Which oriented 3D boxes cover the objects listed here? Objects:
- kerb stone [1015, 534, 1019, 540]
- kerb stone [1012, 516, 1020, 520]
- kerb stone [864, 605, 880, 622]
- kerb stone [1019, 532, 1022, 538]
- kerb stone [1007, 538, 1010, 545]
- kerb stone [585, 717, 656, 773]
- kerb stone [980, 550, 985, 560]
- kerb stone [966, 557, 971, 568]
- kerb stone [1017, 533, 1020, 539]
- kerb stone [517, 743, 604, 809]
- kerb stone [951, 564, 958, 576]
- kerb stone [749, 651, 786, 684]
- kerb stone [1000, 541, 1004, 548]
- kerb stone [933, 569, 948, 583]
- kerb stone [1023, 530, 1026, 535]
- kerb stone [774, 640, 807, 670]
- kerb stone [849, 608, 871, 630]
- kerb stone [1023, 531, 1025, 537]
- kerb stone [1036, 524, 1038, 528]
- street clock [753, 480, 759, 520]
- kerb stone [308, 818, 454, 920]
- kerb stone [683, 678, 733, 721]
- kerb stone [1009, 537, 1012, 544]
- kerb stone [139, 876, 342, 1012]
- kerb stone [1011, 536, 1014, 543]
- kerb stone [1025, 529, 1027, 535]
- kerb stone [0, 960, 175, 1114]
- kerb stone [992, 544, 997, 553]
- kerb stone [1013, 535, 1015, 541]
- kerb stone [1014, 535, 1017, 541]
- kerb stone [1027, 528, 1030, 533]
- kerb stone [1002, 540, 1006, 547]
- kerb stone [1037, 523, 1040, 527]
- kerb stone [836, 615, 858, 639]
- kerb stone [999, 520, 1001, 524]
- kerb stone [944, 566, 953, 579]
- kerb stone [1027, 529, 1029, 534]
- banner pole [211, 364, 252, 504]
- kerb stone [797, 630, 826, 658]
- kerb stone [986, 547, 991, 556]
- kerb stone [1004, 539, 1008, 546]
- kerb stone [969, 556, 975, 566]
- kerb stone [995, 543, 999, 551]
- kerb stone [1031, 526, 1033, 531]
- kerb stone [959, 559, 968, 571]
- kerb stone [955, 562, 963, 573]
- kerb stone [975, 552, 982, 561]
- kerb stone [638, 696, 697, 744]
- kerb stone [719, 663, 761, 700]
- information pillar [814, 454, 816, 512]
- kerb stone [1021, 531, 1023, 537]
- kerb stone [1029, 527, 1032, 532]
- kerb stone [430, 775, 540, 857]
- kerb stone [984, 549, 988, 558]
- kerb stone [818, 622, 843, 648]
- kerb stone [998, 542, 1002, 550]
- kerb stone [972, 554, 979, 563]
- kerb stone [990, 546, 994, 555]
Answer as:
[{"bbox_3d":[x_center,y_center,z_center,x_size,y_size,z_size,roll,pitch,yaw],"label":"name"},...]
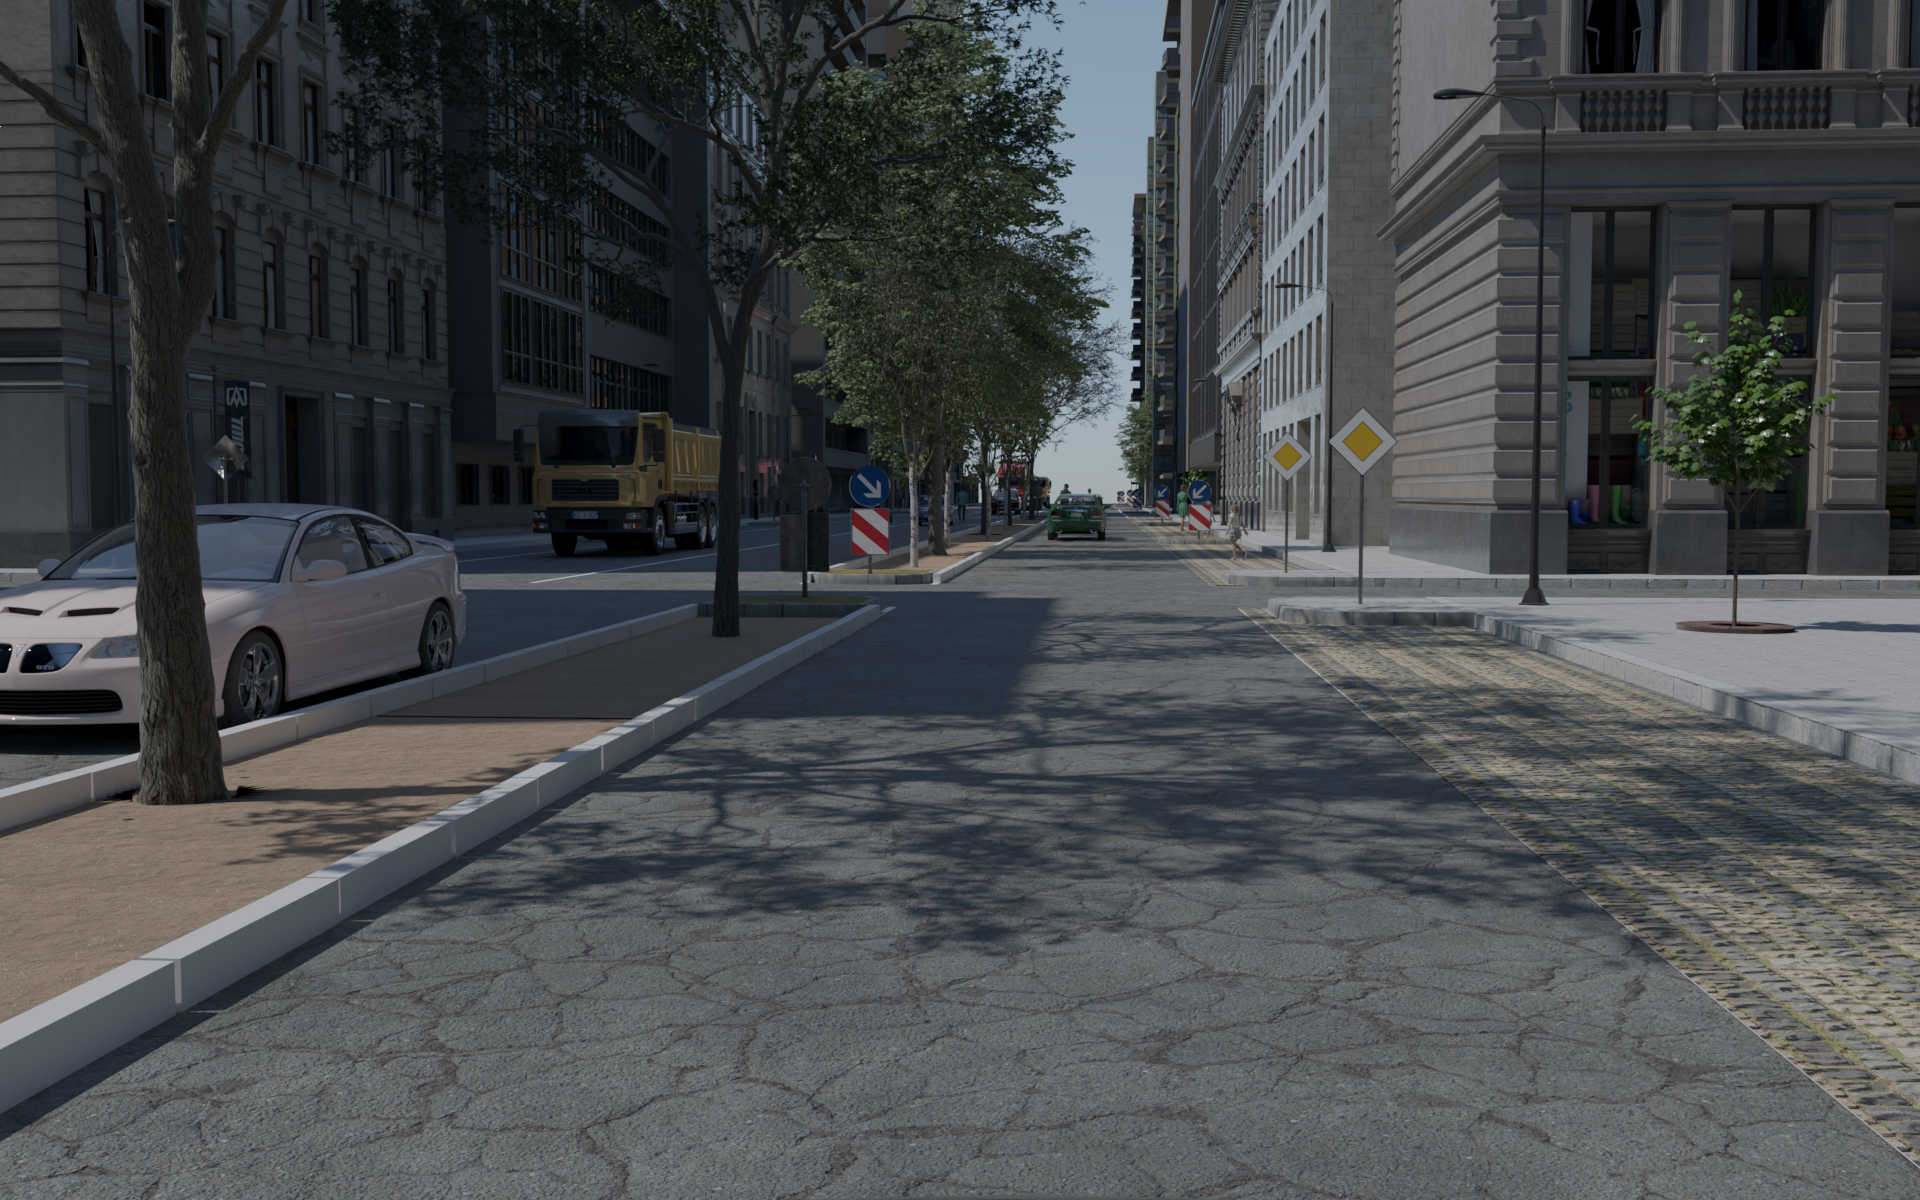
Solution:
[{"bbox_3d":[1.630,-1.874,52.830,0.120,0.150,1.000,0,4,5],"label":"kerb stone"},{"bbox_3d":[3.206,-4.695,98.951,0.120,0.150,1.000,0,4,5],"label":"kerb stone"},{"bbox_3d":[-1.030,0.160,19.582,0.120,0.150,1.000,0,4,5],"label":"kerb stone"},{"bbox_3d":[1.788,-1.999,54.877,0.120,0.150,1.000,0,4,5],"label":"kerb stone"},{"bbox_3d":[1.218,-1.561,47.721,0.120,0.150,1.000,0,4,5],"label":"kerb stone"},{"bbox_3d":[-1.845,0.785,9.366,0.120,0.150,1.000,0,4,5],"label":"kerb stone"},{"bbox_3d":[0.400,-0.935,37.492,0.120,0.150,1.000,0,4,5],"label":"kerb stone"},{"bbox_3d":[0.075,-0.685,33.387,0.120,0.150,1.000,0,4,5],"label":"kerb stone"},{"bbox_3d":[1.706,-1.934,53.852,0.120,0.150,1.000,0,4,5],"label":"kerb stone"},{"bbox_3d":[-1.930,0.847,8.346,0.120,0.150,1.000,0,4,5],"label":"kerb stone"},{"bbox_3d":[-0.171,-0.497,30.328,0.120,0.150,1.000,0,4,5],"label":"kerb stone"},{"bbox_3d":[-1.524,0.535,13.447,0.120,0.150,1.000,0,4,5],"label":"kerb stone"},{"bbox_3d":[0.975,-1.373,44.650,0.120,0.150,1.000,0,4,5],"label":"kerb stone"},{"bbox_3d":[-0.335,-0.372,28.281,0.120,0.150,1.000,0,4,5],"label":"kerb stone"},{"bbox_3d":[2.036,-2.183,57.945,0.120,0.150,1.000,0,4,5],"label":"kerb stone"},{"bbox_3d":[-1.444,0.473,14.469,0.120,0.150,1.000,0,4,5],"label":"kerb stone"},{"bbox_3d":[-1.111,0.222,18.561,0.120,0.150,1.000,0,4,5],"label":"kerb stone"},{"bbox_3d":[1.956,-2.124,56.926,0.120,0.150,1.000,0,4,5],"label":"kerb stone"},{"bbox_3d":[2.931,-2.874,69.190,0.120,0.150,1.000,0,4,5],"label":"kerb stone"},{"bbox_3d":[-10.150,-4.992,86.196,0.358,2.002,0.471,0,4,5],"label":"street clock"},{"bbox_3d":[-2.097,0.973,6.306,0.120,0.150,1.000,0,4,5],"label":"kerb stone"},{"bbox_3d":[-1.680,0.662,11.408,0.120,0.150,1.000,0,4,5],"label":"kerb stone"},{"bbox_3d":[1.302,-1.623,48.739,0.120,0.150,1.000,0,4,5],"label":"kerb stone"},{"bbox_3d":[-2.172,1.034,5.287,0.120,0.150,1.000,0,4,5],"label":"kerb stone"},{"bbox_3d":[1.384,-1.685,49.765,0.120,0.150,1.000,0,4,5],"label":"kerb stone"},{"bbox_3d":[2.125,-2.249,58.963,0.120,0.150,1.000,0,4,5],"label":"kerb stone"},{"bbox_3d":[-2.257,1.097,4.268,0.120,0.150,1.000,0,4,5],"label":"kerb stone"},{"bbox_3d":[0.727,-1.185,41.576,0.120,0.150,1.000,0,4,5],"label":"kerb stone"},{"bbox_3d":[1.465,-1.740,50.785,0.120,0.150,1.000,0,4,5],"label":"kerb stone"},{"bbox_3d":[1.541,-1.804,51.804,0.120,0.150,1.000,0,4,5],"label":"kerb stone"},{"bbox_3d":[2.284,-2.374,61.004,0.120,0.150,1.000,0,4,5],"label":"kerb stone"},{"bbox_3d":[1.055,-1.436,45.671,0.120,0.150,1.000,0,4,5],"label":"kerb stone"},{"bbox_3d":[3.102,-2.995,71.228,0.120,0.150,1.000,0,4,5],"label":"kerb stone"},{"bbox_3d":[-1.184,0.286,17.541,0.120,0.150,1.000,0,4,5],"label":"kerb stone"},{"bbox_3d":[1.660,-3.507,79.540,0.120,0.150,1.000,0,4,5],"label":"kerb stone"},{"bbox_3d":[-0.256,-0.432,29.303,0.120,0.150,1.000,0,4,5],"label":"kerb stone"},{"bbox_3d":[2.206,-2.311,59.982,0.120,0.150,1.000,0,4,5],"label":"kerb stone"},{"bbox_3d":[-14.175,-2.667,33.624,0.863,3.779,0.401,-2,4,-31],"label":"banner pole"},{"bbox_3d":[-1.360,0.410,15.493,0.120,0.150,1.000,0,4,5],"label":"kerb stone"},{"bbox_3d":[0.561,-1.060,39.530,0.120,0.150,1.000,0,4,5],"label":"kerb stone"},{"bbox_3d":[1.136,-1.498,46.695,0.120,0.150,1.000,0,4,5],"label":"kerb stone"},{"bbox_3d":[0.157,-0.739,34.417,0.120,0.150,1.000,0,4,5],"label":"kerb stone"},{"bbox_3d":[0.820,-1.244,42.599,0.120,0.150,1.000,0,4,5],"label":"kerb stone"},{"bbox_3d":[2.527,-2.562,64.079,0.120,0.150,1.000,0,4,5],"label":"kerb stone"},{"bbox_3d":[-0.002,-0.622,32.368,0.120,0.150,1.000,0,4,5],"label":"kerb stone"},{"bbox_3d":[-0.084,-0.556,31.350,0.120,0.150,1.000,0,4,5],"label":"kerb stone"},{"bbox_3d":[0.325,-0.873,36.473,0.120,0.150,1.000,0,4,5],"label":"kerb stone"},{"bbox_3d":[-1.767,0.722,10.385,0.120,0.150,1.000,0,4,5],"label":"kerb stone"},{"bbox_3d":[-1.600,0.597,12.427,0.120,0.150,1.000,0,4,5],"label":"kerb stone"},{"bbox_3d":[-8.402,-6.682,100.604,0.183,3.616,0.504,0,4,1],"label":"information pillar"},{"bbox_3d":[1.873,-2.060,55.895,0.120,0.150,1.000,0,4,5],"label":"kerb stone"},{"bbox_3d":[2.449,-2.495,63.058,0.120,0.150,1.000,0,4,5],"label":"kerb stone"},{"bbox_3d":[-2.006,0.909,7.327,0.120,0.150,1.000,0,4,5],"label":"kerb stone"},{"bbox_3d":[0.477,-0.995,38.512,0.120,0.150,1.000,0,4,5],"label":"kerb stone"},{"bbox_3d":[-1.273,0.348,16.511,0.120,0.150,1.000,0,4,5],"label":"kerb stone"},{"bbox_3d":[0.899,-1.310,43.618,0.120,0.150,1.000,0,4,5],"label":"kerb stone"},{"bbox_3d":[0.234,-0.806,35.444,0.120,0.150,1.000,0,4,5],"label":"kerb stone"},{"bbox_3d":[0.650,-1.119,40.557,0.120,0.150,1.000,0,4,5],"label":"kerb stone"}]
